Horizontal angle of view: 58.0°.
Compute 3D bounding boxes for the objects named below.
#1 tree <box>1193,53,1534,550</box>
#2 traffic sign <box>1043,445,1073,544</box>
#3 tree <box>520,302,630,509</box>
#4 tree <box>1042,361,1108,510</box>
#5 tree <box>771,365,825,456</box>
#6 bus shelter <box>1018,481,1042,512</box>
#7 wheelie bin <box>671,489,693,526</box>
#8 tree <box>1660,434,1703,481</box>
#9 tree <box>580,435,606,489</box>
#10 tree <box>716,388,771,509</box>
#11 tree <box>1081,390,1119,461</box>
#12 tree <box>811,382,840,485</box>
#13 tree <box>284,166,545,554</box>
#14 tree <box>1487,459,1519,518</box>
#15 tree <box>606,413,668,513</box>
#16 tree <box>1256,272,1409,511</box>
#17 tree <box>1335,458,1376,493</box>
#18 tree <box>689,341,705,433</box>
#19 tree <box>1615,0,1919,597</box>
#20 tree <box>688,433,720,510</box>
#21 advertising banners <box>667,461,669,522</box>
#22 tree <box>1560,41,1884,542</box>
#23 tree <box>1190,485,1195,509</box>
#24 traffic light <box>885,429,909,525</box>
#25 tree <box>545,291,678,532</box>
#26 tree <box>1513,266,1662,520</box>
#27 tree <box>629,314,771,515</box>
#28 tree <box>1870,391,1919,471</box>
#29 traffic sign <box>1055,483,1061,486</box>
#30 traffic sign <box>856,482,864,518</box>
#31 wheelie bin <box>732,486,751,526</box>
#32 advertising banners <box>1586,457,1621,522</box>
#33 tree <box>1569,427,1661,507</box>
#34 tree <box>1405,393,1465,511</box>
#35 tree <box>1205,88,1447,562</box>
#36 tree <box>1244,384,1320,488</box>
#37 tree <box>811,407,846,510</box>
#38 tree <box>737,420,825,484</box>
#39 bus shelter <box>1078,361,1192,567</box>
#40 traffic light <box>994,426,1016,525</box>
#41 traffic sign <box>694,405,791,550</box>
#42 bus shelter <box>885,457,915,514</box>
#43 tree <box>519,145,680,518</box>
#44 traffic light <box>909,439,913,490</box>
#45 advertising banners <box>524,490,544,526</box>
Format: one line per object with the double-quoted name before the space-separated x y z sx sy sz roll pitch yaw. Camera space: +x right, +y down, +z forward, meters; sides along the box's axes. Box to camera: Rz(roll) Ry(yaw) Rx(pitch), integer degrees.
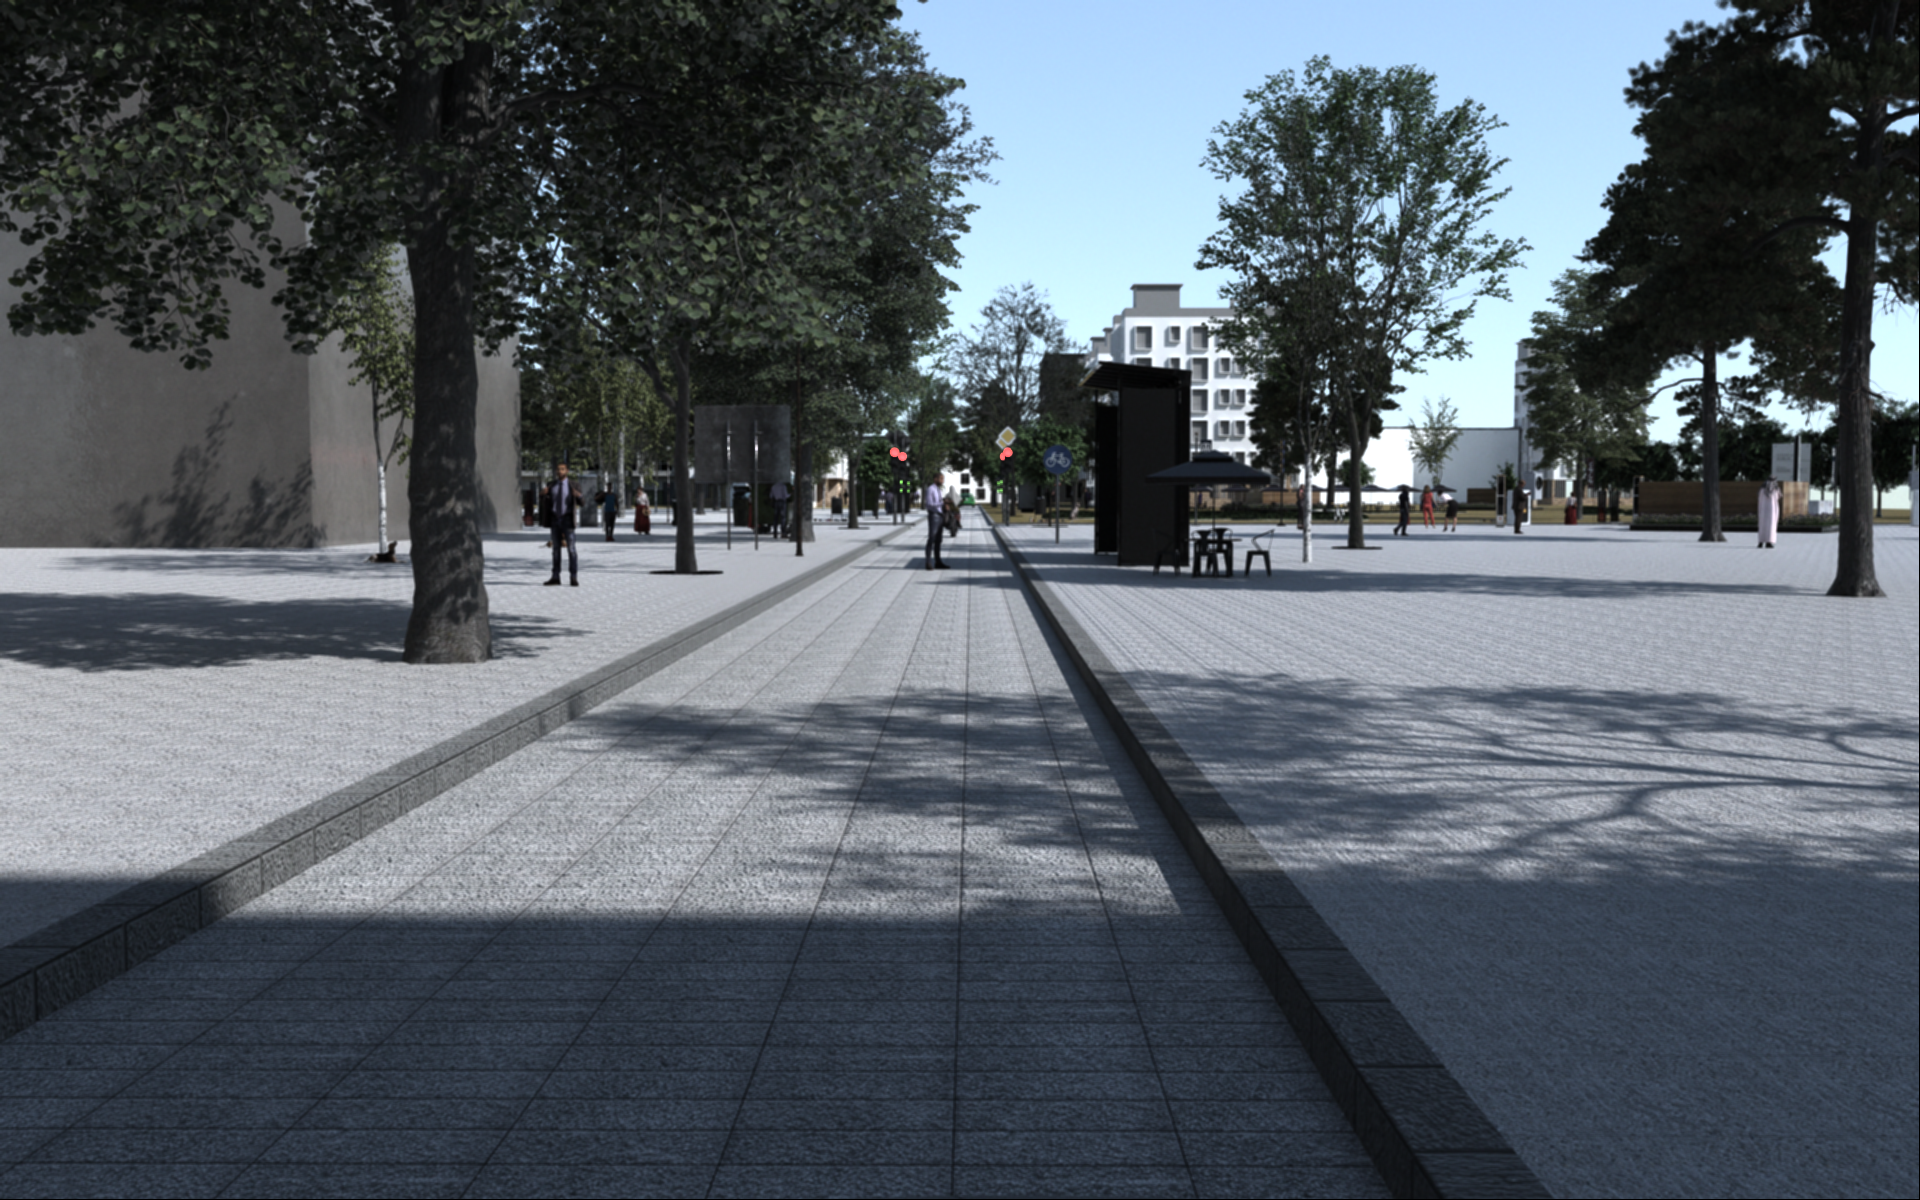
"tree" 9.304 -7.004 40.270 9.928 11.665 9.643 0 3 0
"traffic sign" 2.513 -2.723 44.623 0.768 2.556 0.104 0 4 3
"tree" -25.868 -12.413 110.370 7.806 13.903 7.818 0 3 0
"tree" 9.438 -13.378 140.779 6.751 12.117 7.091 0 3 0
"tree" -12.540 -12.855 117.603 7.806 13.903 7.818 0 3 0
"bus shelter" 4.842 -7.722 120.173 2.014 3.302 5.546 0 4 0
"wheelie bin" -11.182 -3.774 69.608 0.980 1.594 0.693 2 4 33
"tree" 55.422 -9.483 117.960 11.467 7.101 20.602 1 4 15
"tree" -26.697 -11.097 131.802 4.360 8.622 3.978 0 3 0
"tree" -9.980 -8.056 82.077 4.360 8.622 3.978 0 3 0
"tree" 12.432 -12.092 132.124 7.601 10.594 8.767 -2 4 -24
"tree" -13.221 -13.874 144.960 7.486 12.596 7.792 0 3 0
"tree" -12.167 -5.298 36.985 4.737 8.622 4.395 0 3 0
"tree" 29.801 -6.094 94.234 1.663 3.219 1.824 0 3 0
"tree" -21.193 -10.330 119.258 4.360 8.622 3.978 0 3 0
"tree" 20.351 -11.449 94.611 7.806 13.903 7.818 0 3 0
"tree" 31.056 -9.374 136.972 4.285 4.588 4.351 0 3 0
"tree" -11.555 -6.947 63.943 4.737 8.622 4.395 0 3 0
"tree" 11.248 -6.084 21.534 6.751 12.117 7.091 0 3 0
"tree" -19.166 -13.076 135.844 6.751 12.117 7.091 0 3 0
"advertising banners" -13.288 -5.055 78.832 0.090 3.025 2.074 -1 4 -8
"tree" 20.075 -8.512 46.591 7.806 13.903 7.818 0 3 0
"tree" 19.811 -10.268 151.590 4.285 4.588 4.351 0 3 0
"traffic light" -2.632 -4.979 70.655 0.839 4.213 0.868 0 4 0
"tree" -12.125 -6.642 58.957 4.737 8.622 4.395 0 3 0
"tree" 31.408 -10.317 86.813 7.486 12.596 7.792 0 3 0
"tree" -15.993 -12.238 107.517 7.806 13.903 7.818 0 3 0
"tree" 53.338 -8.014 93.936 11.467 7.101 20.602 -1 4 -20
"traffic sign" 6.301 -6.852 112.137 0.768 2.556 0.104 0 4 5
"traffic sign" -5.237 -5.740 93.859 0.884 2.594 0.081 0 4 8
"wheelie bin" -8.625 -3.721 68.743 0.980 1.594 0.693 1 4 12
"advertising banners" 30.035 -5.182 80.915 0.090 3.025 2.074 -2 4 -27
"tree" 55.833 -11.016 143.021 11.467 7.101 20.602 0 4 8
"tree" 34.590 -10.745 126.036 4.737 8.622 4.395 0 3 0
"tree" 6.771 -5.012 32.303 4.360 8.622 3.978 0 3 0
"tree" 27.299 -13.720 146.372 6.751 12.117 7.091 0 3 0
"tree" -10.826 -11.487 138.167 4.737 8.622 4.395 0 3 0
"tree" -13.001 -12.570 127.578 6.751 12.117 7.091 0 3 0
"bus shelter" 3.329 -2.592 33.665 1.731 3.624 6.357 0 4 0
"traffic light" 1.929 -4.978 70.639 0.839 4.213 0.868 0 4 0
"traffic sign" -4.983 -2.798 39.624 2.265 3.308 0.079 0 4 7
"bus shelter" -3.872 -7.430 112.763 1.731 3.624 6.357 0 4 0
"tree" -18.648 -14.555 93.861 12.611 20.169 13.585 0 3 0
"traffic light" -2.577 -5.468 78.640 0.839 4.213 0.868 0 4 0
"advertising banners" -17.367 -4.502 69.795 2.074 3.025 0.090 2 4 30
